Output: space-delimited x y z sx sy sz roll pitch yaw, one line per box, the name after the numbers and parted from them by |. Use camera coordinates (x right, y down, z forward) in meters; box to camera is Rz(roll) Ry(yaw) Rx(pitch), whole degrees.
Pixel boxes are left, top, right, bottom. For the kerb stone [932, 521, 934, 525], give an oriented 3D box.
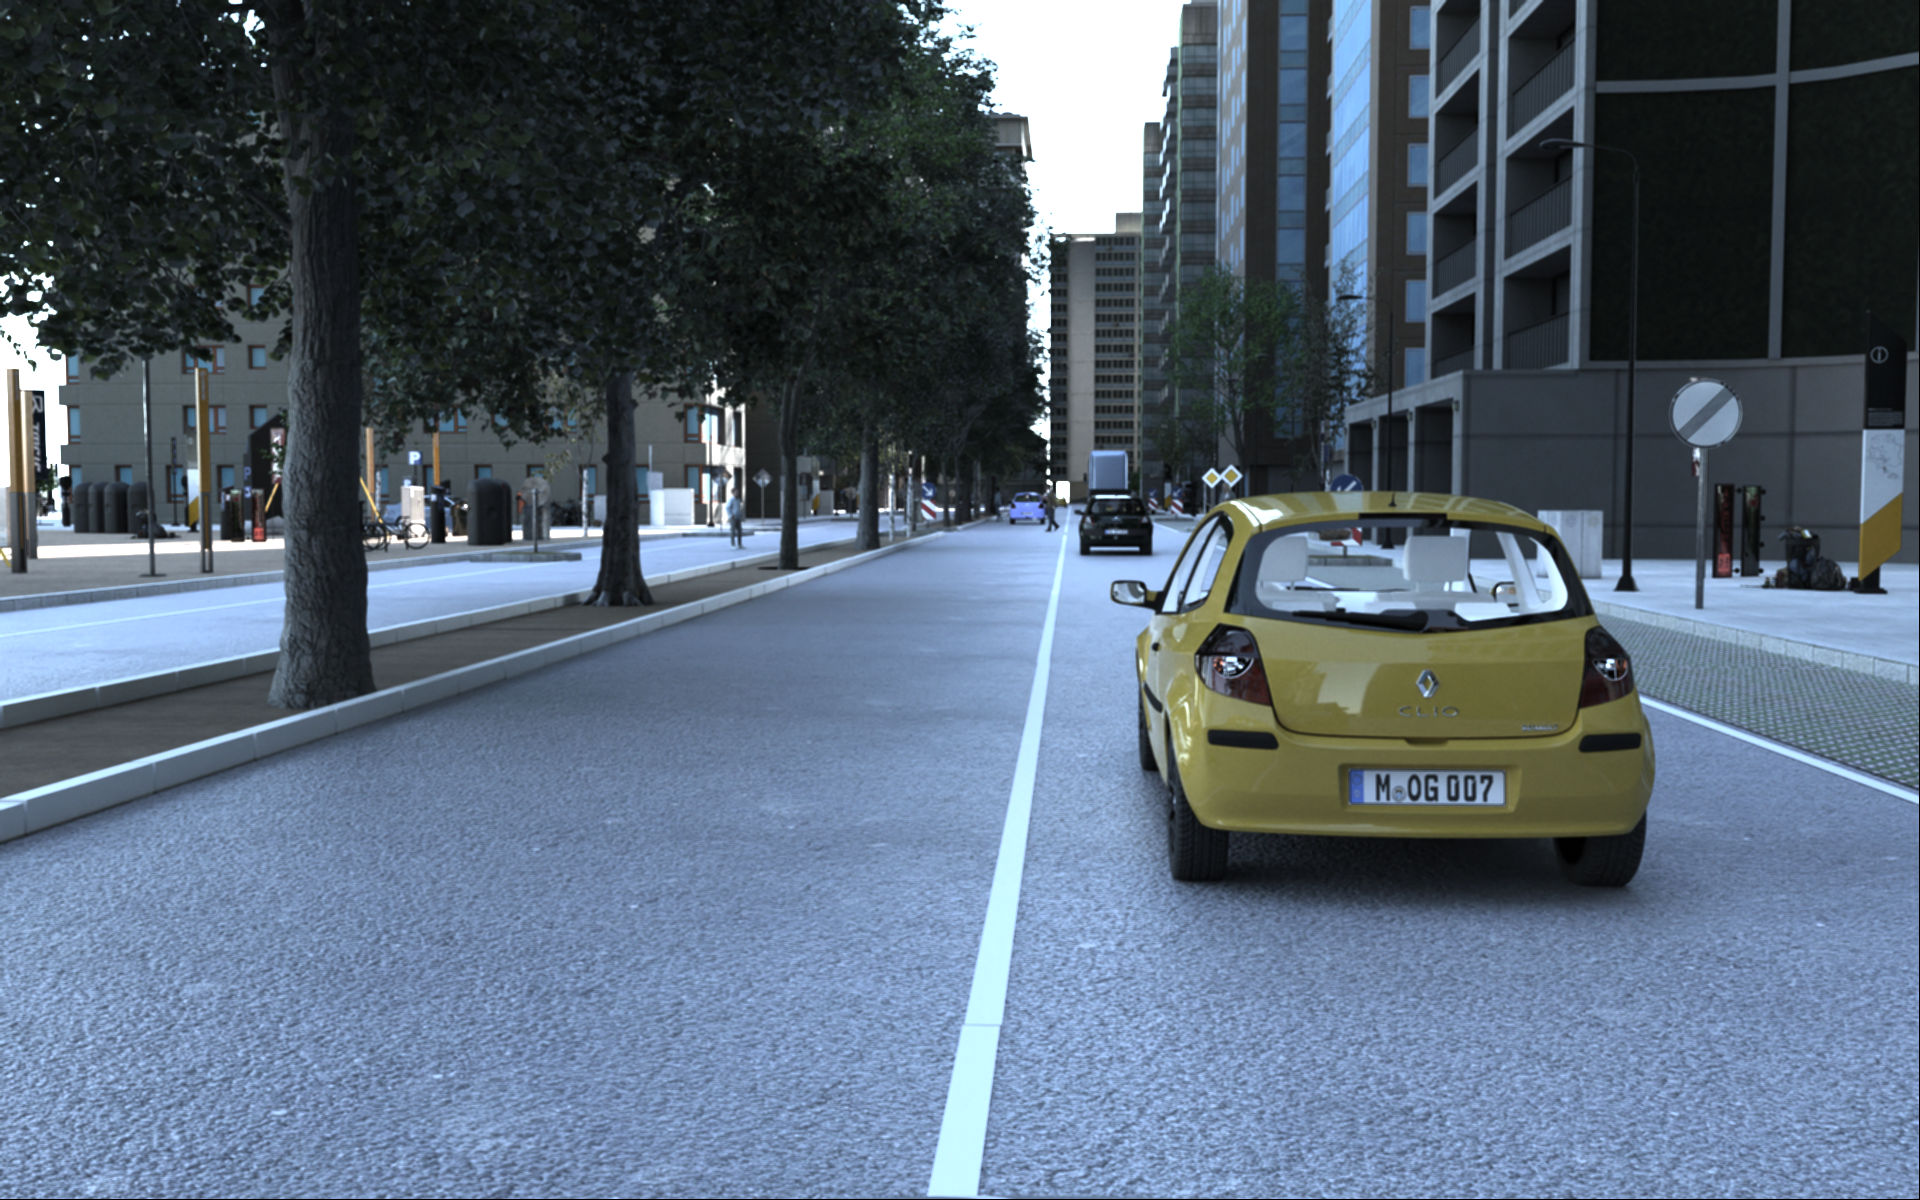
-1.420 -3.477 79.051 0.120 0.150 1.000 0 4 4 | kerb stone

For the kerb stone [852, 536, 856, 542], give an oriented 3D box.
-3.250 -1.750 50.890 0.120 0.150 1.000 0 4 4 | kerb stone

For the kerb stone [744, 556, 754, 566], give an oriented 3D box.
-4.310 -0.751 34.546 0.120 0.150 1.000 0 4 4 | kerb stone

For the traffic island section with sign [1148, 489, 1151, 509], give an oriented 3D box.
12.980 -6.683 117.891 1.989 1.847 2.006 0 4 4 | traffic island section with sign

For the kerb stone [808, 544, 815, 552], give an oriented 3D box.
-3.781 -1.250 42.714 0.120 0.150 1.000 0 4 4 | kerb stone

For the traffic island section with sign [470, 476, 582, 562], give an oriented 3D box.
-9.262 -1.753 37.291 1.989 1.847 2.006 0 4 4 | traffic island section with sign

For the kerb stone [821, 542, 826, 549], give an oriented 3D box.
-3.649 -1.378 44.753 0.120 0.150 1.000 0 4 4 | kerb stone

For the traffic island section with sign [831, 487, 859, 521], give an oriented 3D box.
-5.739 -5.076 91.617 1.989 1.847 2.006 0 4 4 | traffic island section with sign

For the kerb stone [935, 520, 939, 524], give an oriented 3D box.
-1.229 -3.666 82.129 0.120 0.150 1.000 0 4 4 | kerb stone

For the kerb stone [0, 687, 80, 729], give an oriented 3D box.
-5.840 0.683 11.021 0.120 0.150 1.000 0 4 4 | kerb stone

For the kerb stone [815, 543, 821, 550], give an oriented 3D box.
-3.705 -1.317 43.733 0.120 0.150 1.000 0 4 4 | kerb stone

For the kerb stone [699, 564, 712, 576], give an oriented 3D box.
-4.578 -0.505 30.450 0.120 0.150 1.000 0 4 4 | kerb stone

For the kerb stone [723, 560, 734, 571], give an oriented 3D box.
-4.442 -0.627 32.493 0.120 0.150 1.000 0 4 4 | kerb stone

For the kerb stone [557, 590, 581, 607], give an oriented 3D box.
-5.107 0.005 22.258 0.120 0.150 1.000 0 4 4 | kerb stone

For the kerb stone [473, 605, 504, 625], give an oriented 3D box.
-5.306 0.188 19.197 0.120 0.150 1.000 0 4 4 | kerb stone

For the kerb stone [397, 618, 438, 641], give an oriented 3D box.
-5.440 0.308 17.157 0.120 0.150 1.000 0 4 4 | kerb stone

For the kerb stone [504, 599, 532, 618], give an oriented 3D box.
-5.246 0.125 20.217 0.120 0.150 1.000 0 4 4 | kerb stone

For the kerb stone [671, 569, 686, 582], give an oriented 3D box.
-4.705 -0.374 28.397 0.120 0.150 1.000 0 4 4 | kerb stone

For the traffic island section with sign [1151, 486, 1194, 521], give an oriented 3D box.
11.240 -5.038 90.992 1.989 1.847 2.006 0 4 4 | traffic island section with sign

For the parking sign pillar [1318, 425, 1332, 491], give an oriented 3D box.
14.437 -4.899 68.567 1.447 3.967 1.447 1 4 17 | parking sign pillar

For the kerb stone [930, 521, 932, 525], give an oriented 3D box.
-1.490 -3.415 78.025 0.120 0.150 1.000 0 4 4 | kerb stone

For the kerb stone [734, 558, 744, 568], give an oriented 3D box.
-4.379 -0.689 33.513 0.120 0.150 1.000 0 4 4 | kerb stone

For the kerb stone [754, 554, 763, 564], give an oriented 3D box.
-4.241 -0.815 35.565 0.120 0.150 1.000 0 4 4 | kerb stone

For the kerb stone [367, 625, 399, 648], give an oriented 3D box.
-5.506 0.374 16.138 0.120 0.150 1.000 0 4 4 | kerb stone

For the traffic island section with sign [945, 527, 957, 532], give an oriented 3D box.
-1.178 -3.559 66.322 2.006 1.907 1.989 0 4 4 | traffic island section with sign

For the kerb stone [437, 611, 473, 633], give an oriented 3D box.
-5.370 0.247 18.177 0.120 0.150 1.000 0 4 4 | kerb stone

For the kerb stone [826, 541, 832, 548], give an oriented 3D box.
-3.585 -1.441 45.776 0.120 0.150 1.000 0 4 4 | kerb stone

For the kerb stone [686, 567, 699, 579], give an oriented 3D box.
-4.645 -0.442 29.419 0.120 0.150 1.000 0 4 4 | kerb stone

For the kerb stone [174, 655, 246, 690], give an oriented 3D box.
-5.700 0.559 13.063 0.120 0.150 1.000 0 4 4 | kerb stone

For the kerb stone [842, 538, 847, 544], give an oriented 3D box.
-3.382 -1.627 48.839 0.120 0.150 1.000 0 4 4 | kerb stone

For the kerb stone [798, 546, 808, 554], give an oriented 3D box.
-3.849 -1.190 41.694 0.120 0.150 1.000 0 4 4 | kerb stone

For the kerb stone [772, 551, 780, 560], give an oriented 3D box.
-4.109 -0.941 37.605 0.120 0.150 1.000 0 4 4 | kerb stone

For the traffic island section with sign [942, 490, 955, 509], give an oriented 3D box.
-0.717 -9.802 168.895 1.989 1.847 2.006 0 4 4 | traffic island section with sign

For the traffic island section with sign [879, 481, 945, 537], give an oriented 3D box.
-1.668 -3.107 58.931 2.006 1.907 1.989 0 4 4 | traffic island section with sign

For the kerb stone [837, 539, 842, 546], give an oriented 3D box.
-3.448 -1.567 47.819 0.120 0.150 1.000 0 4 4 | kerb stone

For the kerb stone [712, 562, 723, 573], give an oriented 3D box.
-4.506 -0.567 31.473 0.120 0.150 1.000 0 4 4 | kerb stone

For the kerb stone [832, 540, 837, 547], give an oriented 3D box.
-3.524 -1.503 46.797 0.120 0.150 1.000 0 4 4 | kerb stone

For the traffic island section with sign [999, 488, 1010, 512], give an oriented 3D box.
3.677 -8.145 141.304 2.006 1.907 1.989 0 4 4 | traffic island section with sign

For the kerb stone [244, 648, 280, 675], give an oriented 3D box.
-5.639 0.496 14.092 0.120 0.150 1.000 0 4 4 | kerb stone

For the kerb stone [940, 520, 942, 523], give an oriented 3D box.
-1.090 -3.791 84.180 0.120 0.150 1.000 0 4 4 | kerb stone

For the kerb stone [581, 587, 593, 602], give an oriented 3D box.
-5.041 -0.063 23.290 0.120 0.150 1.000 0 4 4 | kerb stone

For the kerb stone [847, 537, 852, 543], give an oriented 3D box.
-3.316 -1.691 49.859 0.120 0.150 1.000 0 4 4 | kerb stone

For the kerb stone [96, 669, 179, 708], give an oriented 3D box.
-5.761 0.621 12.040 0.120 0.150 1.000 0 4 4 | kerb stone

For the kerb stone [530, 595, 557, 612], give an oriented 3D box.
-5.177 0.059 21.238 0.120 0.150 1.000 0 4 4 | kerb stone

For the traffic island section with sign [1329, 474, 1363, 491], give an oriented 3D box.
7.604 -1.621 35.128 1.989 1.847 2.006 0 4 4 | traffic island section with sign

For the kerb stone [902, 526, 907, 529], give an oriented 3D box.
-2.091 -2.851 68.814 0.120 0.150 1.000 0 4 4 | kerb stone

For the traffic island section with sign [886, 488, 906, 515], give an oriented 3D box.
-3.981 -6.729 118.654 1.989 1.847 2.006 0 4 4 | traffic island section with sign

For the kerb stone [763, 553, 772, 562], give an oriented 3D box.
-4.174 -0.880 36.585 0.120 0.150 1.000 0 4 4 | kerb stone

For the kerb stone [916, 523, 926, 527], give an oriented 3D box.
-1.688 -3.227 74.962 0.120 0.150 1.000 0 4 4 | kerb stone

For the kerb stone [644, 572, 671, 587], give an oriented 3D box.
-4.788 -0.317 27.378 0.120 0.150 1.000 0 4 4 | kerb stone
